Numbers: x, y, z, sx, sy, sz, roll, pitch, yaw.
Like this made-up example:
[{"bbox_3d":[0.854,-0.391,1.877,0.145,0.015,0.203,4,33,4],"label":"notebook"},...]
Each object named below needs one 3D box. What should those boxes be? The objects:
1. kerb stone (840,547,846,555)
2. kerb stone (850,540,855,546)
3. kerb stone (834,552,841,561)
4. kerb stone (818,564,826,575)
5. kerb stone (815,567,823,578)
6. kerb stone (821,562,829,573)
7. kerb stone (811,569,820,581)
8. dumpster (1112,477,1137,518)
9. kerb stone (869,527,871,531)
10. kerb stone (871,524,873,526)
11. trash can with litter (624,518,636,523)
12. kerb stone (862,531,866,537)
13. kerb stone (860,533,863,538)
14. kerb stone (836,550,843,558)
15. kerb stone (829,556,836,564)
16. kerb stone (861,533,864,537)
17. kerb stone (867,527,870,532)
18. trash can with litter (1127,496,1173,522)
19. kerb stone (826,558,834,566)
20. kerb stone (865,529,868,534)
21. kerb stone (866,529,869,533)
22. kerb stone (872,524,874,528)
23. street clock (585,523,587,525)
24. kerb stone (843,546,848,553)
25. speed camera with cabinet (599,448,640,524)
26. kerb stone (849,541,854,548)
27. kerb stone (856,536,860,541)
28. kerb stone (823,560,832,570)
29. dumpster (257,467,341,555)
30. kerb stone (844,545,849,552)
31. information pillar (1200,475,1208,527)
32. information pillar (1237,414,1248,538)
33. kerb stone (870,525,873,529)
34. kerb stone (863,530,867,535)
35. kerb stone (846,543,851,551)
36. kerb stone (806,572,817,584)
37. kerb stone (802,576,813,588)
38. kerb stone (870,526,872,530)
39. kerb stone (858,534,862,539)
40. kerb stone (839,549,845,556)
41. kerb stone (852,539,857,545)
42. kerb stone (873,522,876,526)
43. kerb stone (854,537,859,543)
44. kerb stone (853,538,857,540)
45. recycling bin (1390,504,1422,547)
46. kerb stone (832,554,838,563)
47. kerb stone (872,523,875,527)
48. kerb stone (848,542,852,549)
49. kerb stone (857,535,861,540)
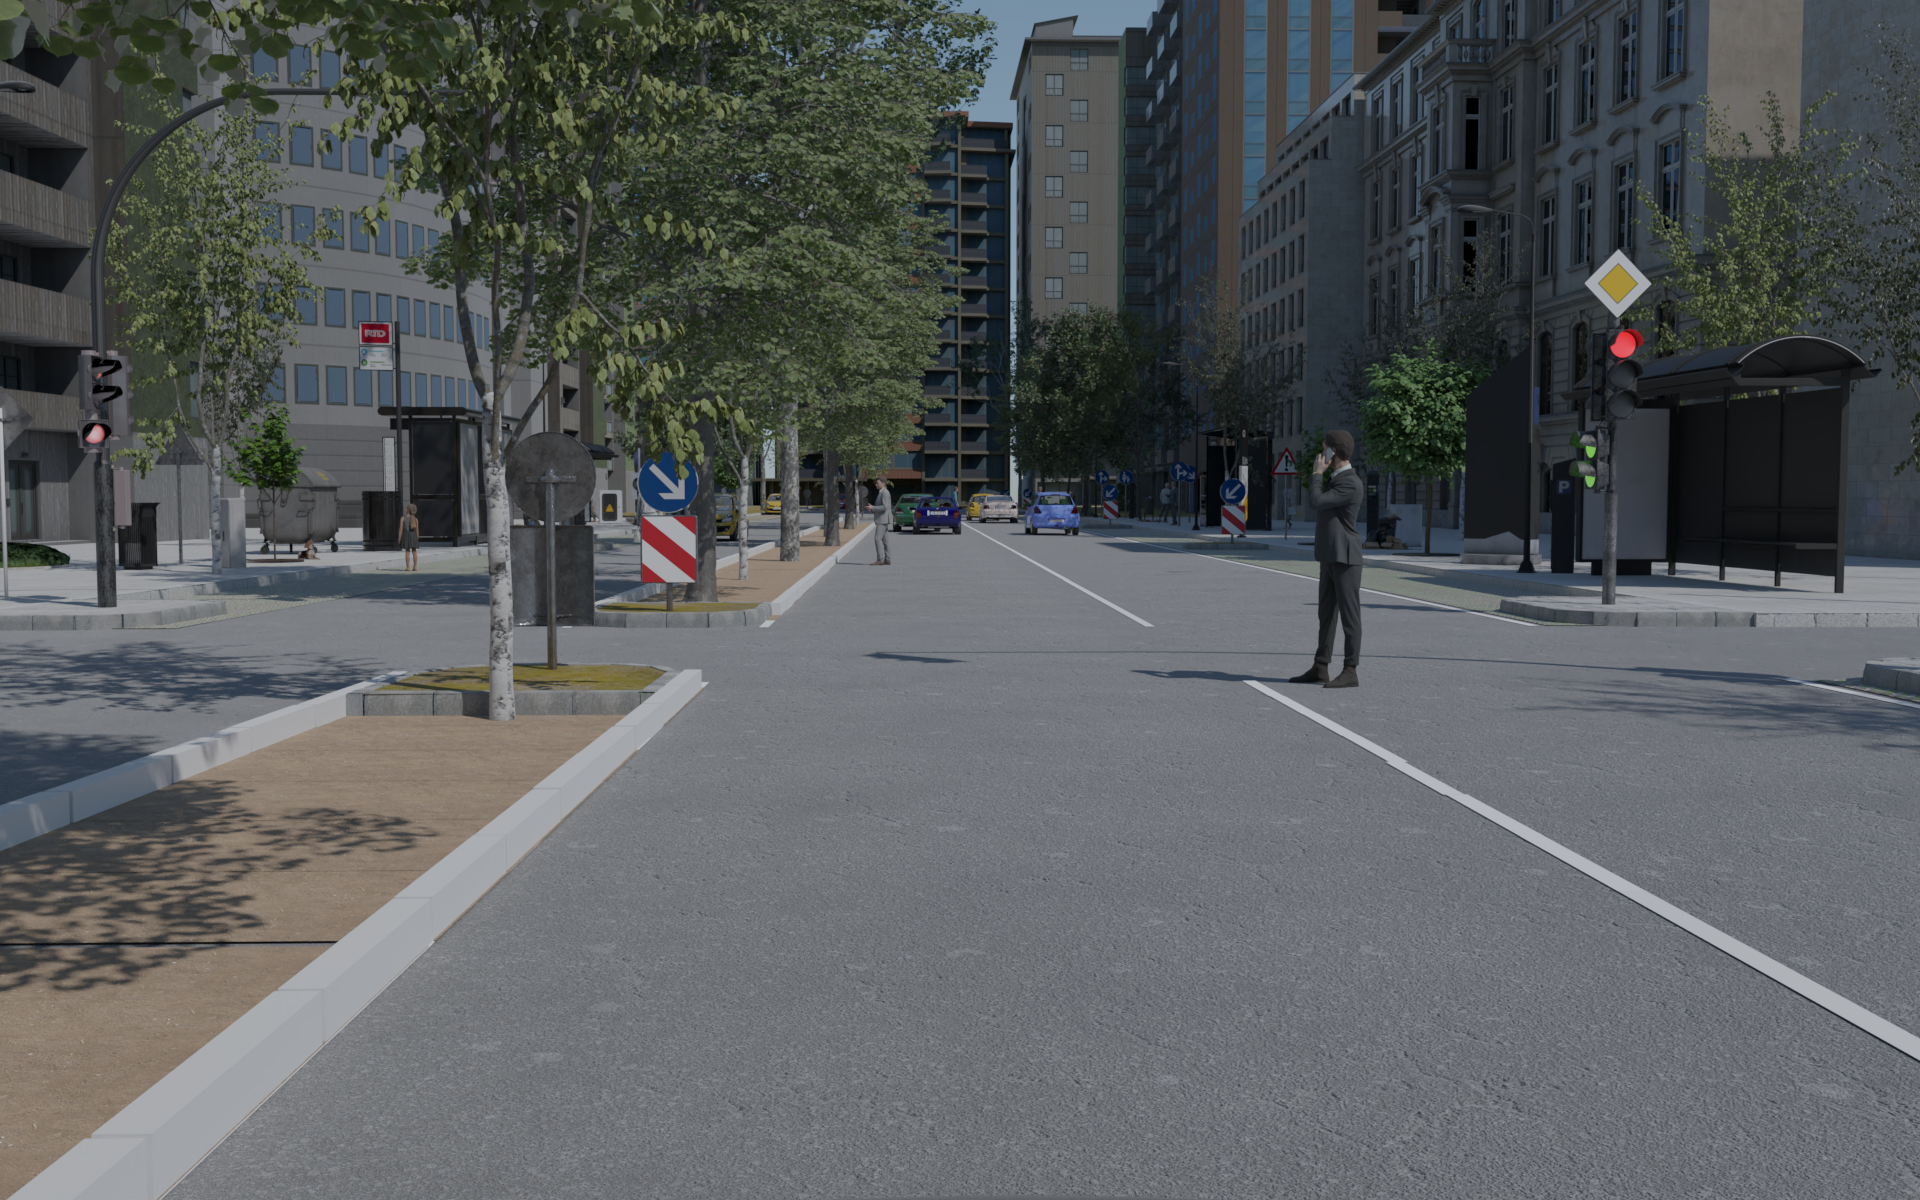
[{"bbox_3d":[-2.723,-1.047,39.322,0.120,0.150,1.000,0,4,-2],"label":"kerb stone"},{"bbox_3d":[-2.894,-1.424,45.476,0.120,0.150,1.000,0,4,-2],"label":"kerb stone"},{"bbox_3d":[-2.618,-0.858,36.257,0.120,0.150,1.000,0,4,-2],"label":"kerb stone"},{"bbox_3d":[-2.453,-0.482,30.091,0.120,0.150,1.000,0,4,-2],"label":"kerb stone"},{"bbox_3d":[-2.421,-0.420,29.069,0.120,0.150,1.000,0,4,-2],"label":"kerb stone"},{"bbox_3d":[-2.477,-0.543,31.113,0.120,0.150,1.000,0,4,-2],"label":"kerb stone"},{"bbox_3d":[-2.391,-0.357,28.047,0.120,0.150,1.000,0,4,-2],"label":"kerb stone"},{"bbox_3d":[8.994,-5.638,94.669,1.502,2.255,1.985,0,4,-2],"label":"dumpster"},{"bbox_3d":[-3.401,-2.488,62.880,0.120,0.150,1.000,0,4,-2],"label":"kerb stone"},{"bbox_3d":[-3.526,-2.739,66.975,0.120,0.150,1.000,0,4,-2],"label":"kerb stone"},{"bbox_3d":[-14.471,-4.057,77.382,1.678,1.210,2.233,0,4,1],"label":"trash can with litter"},{"bbox_3d":[-3.190,-2.049,55.720,0.120,0.150,1.000,0,4,-2],"label":"kerb stone"},{"bbox_3d":[-3.108,-1.860,52.652,0.120,0.150,1.000,0,4,-2],"label":"kerb stone"},{"bbox_3d":[-2.657,-0.923,37.279,0.120,0.150,1.000,0,4,-2],"label":"kerb stone"},{"bbox_3d":[-2.573,-0.734,34.206,0.120,0.150,1.000,0,4,-2],"label":"kerb stone"},{"bbox_3d":[-3.138,-1.925,53.674,0.120,0.150,1.000,0,4,-2],"label":"kerb stone"},{"bbox_3d":[-3.372,-2.426,61.856,0.120,0.150,1.000,0,4,-2],"label":"kerb stone"},{"bbox_3d":[8.911,-4.192,79.591,1.678,1.210,2.233,-3,5,-43],"label":"trash can with litter"},{"bbox_3d":[-2.546,-0.671,33.173,0.120,0.150,1.000,0,4,-2],"label":"kerb stone"},{"bbox_3d":[-3.284,-2.237,58.787,0.120,0.150,1.000,0,4,-2],"label":"kerb stone"},{"bbox_3d":[-3.314,-2.295,59.809,0.120,0.150,1.000,0,4,-2],"label":"kerb stone"},{"bbox_3d":[-3.545,-2.801,68.008,0.120,0.150,1.000,0,4,-2],"label":"kerb stone"},{"bbox_3d":[-15.673,-4.127,72.054,0.358,2.002,0.471,1,4,10],"label":"street clock"},{"bbox_3d":[-2.742,-1.107,40.352,0.120,0.150,1.000,0,4,-2],"label":"kerb stone"},{"bbox_3d":[-14.507,-4.905,74.527,2.038,3.252,0.660,-1,4,-10],"label":"speed camera with cabinet"},{"bbox_3d":[-2.866,-1.358,44.452,0.120,0.150,1.000,0,4,-2],"label":"kerb stone"},{"bbox_3d":[-3.015,-1.674,49.577,0.120,0.150,1.000,0,4,-2],"label":"kerb stone"},{"bbox_3d":[-2.506,-0.608,32.142,0.120,0.150,1.000,0,4,-2],"label":"kerb stone"},{"bbox_3d":[-14.215,-1.926,37.246,1.264,1.857,1.865,0,4,-2],"label":"dumpster"},{"bbox_3d":[-2.781,-1.173,41.380,0.120,0.150,1.000,0,4,-2],"label":"kerb stone"},{"bbox_3d":[9.611,-3.894,68.161,0.304,2.012,0.304,1,4,13],"label":"information pillar"},{"bbox_3d":[8.362,-3.655,51.122,0.183,3.616,0.504,2,4,30],"label":"information pillar"},{"bbox_3d":[-3.491,-2.676,65.953,0.120,0.150,1.000,0,4,-2],"label":"kerb stone"},{"bbox_3d":[-3.252,-2.173,57.766,0.120,0.150,1.000,0,4,-2],"label":"kerb stone"},{"bbox_3d":[-2.796,-1.236,42.402,0.120,0.150,1.000,0,4,-2],"label":"kerb stone"},{"bbox_3d":[-2.360,-0.295,27.024,0.120,0.150,1.000,0,4,-2],"label":"kerb stone"},{"bbox_3d":[-2.340,-0.231,26.002,0.120,0.150,1.000,0,4,-2],"label":"kerb stone"},{"bbox_3d":[-3.457,-2.613,64.925,0.120,0.150,1.000,0,4,-2],"label":"kerb stone"},{"bbox_3d":[-3.082,-1.795,51.625,0.120,0.150,1.000,0,4,-2],"label":"kerb stone"},{"bbox_3d":[-2.686,-0.985,38.300,0.120,0.150,1.000,0,4,-2],"label":"kerb stone"},{"bbox_3d":[-2.920,-1.481,46.500,0.120,0.150,1.000,0,4,-2],"label":"kerb stone"},{"bbox_3d":[-3.674,-3.053,72.122,0.120,0.150,1.000,0,4,-2],"label":"kerb stone"},{"bbox_3d":[-2.989,-1.607,48.554,0.120,0.150,1.000,0,4,-2],"label":"kerb stone"},{"bbox_3d":[-2.961,-1.549,47.529,0.120,0.150,1.000,0,4,-2],"label":"kerb stone"},{"bbox_3d":[10.880,-1.818,42.281,0.722,1.027,0.722,1,4,10],"label":"recycling bin"},{"bbox_3d":[-2.607,-0.795,35.235,0.120,0.150,1.000,0,4,-2],"label":"kerb stone"},{"bbox_3d":[-3.609,-2.927,70.059,0.120,0.150,1.000,0,4,-2],"label":"kerb stone"},{"bbox_3d":[-2.839,-1.295,43.430,0.120,0.150,1.000,0,4,-2],"label":"kerb stone"},{"bbox_3d":[-3.043,-1.737,50.603,0.120,0.150,1.000,0,4,-2],"label":"kerb stone"}]
